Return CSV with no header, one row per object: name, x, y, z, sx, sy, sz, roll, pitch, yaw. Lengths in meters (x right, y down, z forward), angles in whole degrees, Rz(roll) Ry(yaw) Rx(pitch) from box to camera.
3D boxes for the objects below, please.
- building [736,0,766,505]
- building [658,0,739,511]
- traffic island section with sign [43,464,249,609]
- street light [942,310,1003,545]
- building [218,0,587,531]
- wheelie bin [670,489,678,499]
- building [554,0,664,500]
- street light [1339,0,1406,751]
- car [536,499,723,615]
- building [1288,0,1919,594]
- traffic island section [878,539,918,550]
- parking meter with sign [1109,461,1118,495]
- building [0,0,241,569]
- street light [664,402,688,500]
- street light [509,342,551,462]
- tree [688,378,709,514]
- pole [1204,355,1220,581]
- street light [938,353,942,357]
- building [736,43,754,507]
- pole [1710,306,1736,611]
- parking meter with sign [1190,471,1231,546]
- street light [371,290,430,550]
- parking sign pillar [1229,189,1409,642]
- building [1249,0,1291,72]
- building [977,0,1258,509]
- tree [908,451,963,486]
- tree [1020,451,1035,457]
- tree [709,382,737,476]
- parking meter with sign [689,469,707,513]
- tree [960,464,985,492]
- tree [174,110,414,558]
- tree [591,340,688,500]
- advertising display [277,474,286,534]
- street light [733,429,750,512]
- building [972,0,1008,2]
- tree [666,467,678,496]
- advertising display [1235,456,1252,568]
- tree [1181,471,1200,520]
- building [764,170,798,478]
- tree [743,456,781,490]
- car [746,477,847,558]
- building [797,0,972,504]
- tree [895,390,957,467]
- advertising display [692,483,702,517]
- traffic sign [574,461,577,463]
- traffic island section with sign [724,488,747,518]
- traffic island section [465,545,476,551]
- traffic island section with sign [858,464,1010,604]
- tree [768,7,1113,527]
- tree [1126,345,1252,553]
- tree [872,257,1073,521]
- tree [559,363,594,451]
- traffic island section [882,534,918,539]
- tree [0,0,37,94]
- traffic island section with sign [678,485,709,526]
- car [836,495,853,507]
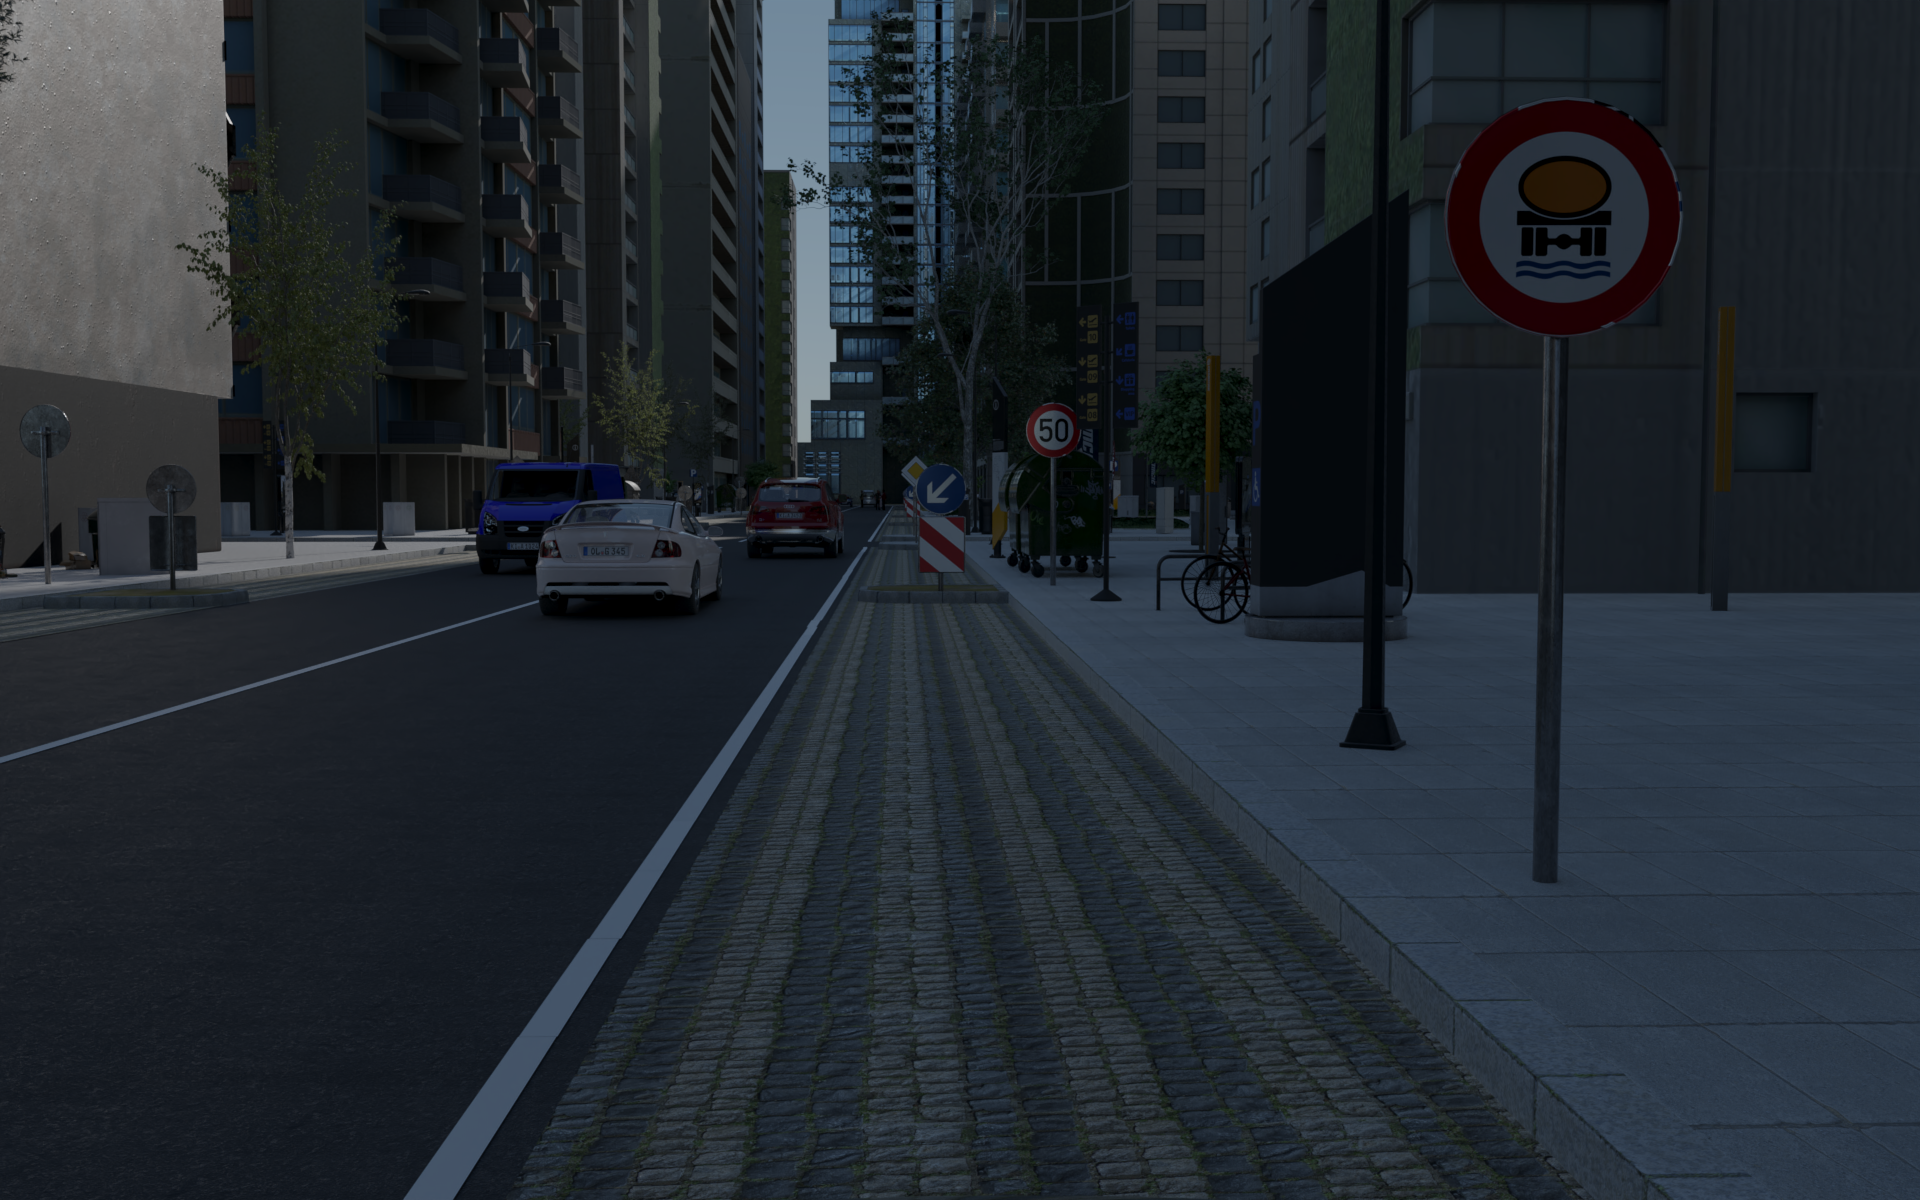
building,-35.785,-39.578,189.094,28.212,58.520,21.231,0,4,-2
building,-29.366,-31.432,137.613,21.300,48.544,21.600,0,4,-2
traffic island section with sign,-10.412,-0.845,22.438,1.989,1.847,2.006,0,4,-2
street light,0.365,-4.359,43.819,1.470,5.913,1.316,0,4,-2
building,-28.280,-25.545,72.282,22.147,44.769,28.867,0,4,-2
wheelie bin,-19.124,-6.662,116.834,0.980,1.594,0.693,3,5,42
building,-25.640,-25.626,102.583,14.154,41.232,14.086,0,4,-2
street light,1.563,-2.208,8.640,1.470,5.913,1.316,0,4,-2
car,-4.095,-0.584,21.903,2.083,1.381,4.827,0,4,-2
building,12.646,-21.068,28.051,14.154,41.232,14.086,0,4,-2
traffic island section,-1.124,-1.413,45.376,2.009,0.180,2.903,0,4,-2
parking meter with sign,7.659,-5.804,91.148,0.543,3.016,1.738,-1,4,-23
building,-24.705,-10.111,32.771,16.811,18.784,16.820,0,4,-2
street light,-14.453,-7.055,87.886,1.470,5.913,1.316,0,4,-2
street light,-13.192,-4.922,53.009,1.470,5.913,1.316,0,4,-2
tree,-16.274,-8.758,93.557,4.360,8.622,3.978,0,3,0
pole,3.731,-1.942,25.593,0.158,3.312,0.155,0,3,0
street light,-0.033,-5.176,57.171,1.470,5.913,1.316,0,4,-2
building,-28.029,-31.849,170.845,14.600,45.320,14.200,0,4,-2
pole,8.355,-1.537,18.967,0.158,3.312,0.155,0,3,0
parking meter with sign,6.386,-2.903,43.726,0.543,3.016,1.738,2,4,33
street light,-12.749,-4.096,39.516,1.470,5.913,1.316,0,4,-2
parking sign pillar,3.306,-1.657,15.564,1.447,3.967,1.447,0,4,-2
building,27.207,-29.387,69.721,27.495,52.752,28.713,0,4,-2
building,11.739,-41.245,112.611,20.563,71.187,20.611,0,4,-2
tree,-1.364,-7.745,110.350,4.285,4.588,4.351,0,3,0
tree,2.187,-2.888,41.814,1.663,3.219,1.824,0,3,0
tree,-16.786,-9.963,113.257,4.360,8.622,3.978,0,3,0
parking meter with sign,-18.082,-7.566,119.968,0.543,3.016,1.738,-3,4,-36
tree,0.611,-6.087,94.122,1.663,3.219,1.824,0,3,0
tree,-13.147,-5.140,34.397,4.737,8.622,4.395,0,3,0
tree,-15.428,-8.082,82.498,4.360,8.622,3.978,0,3,0
advertising display,-22.175,-3.149,56.701,0.123,1.923,0.974,-1,4,-10
street light,-15.604,-9.221,123.309,1.470,5.913,1.316,0,4,-2
building,11.846,-32.774,155.463,23.786,49.044,30.456,0,4,-2
tree,-20.460,-7.749,121.296,1.663,3.219,1.824,0,3,0
advertising display,4.937,-1.521,30.088,0.123,1.923,0.974,1,4,21
tree,11.546,-5.491,84.387,1.663,3.219,1.824,0,3,0
building,-28.031,-32.855,220.780,14.086,41.232,14.154,0,4,-2
tree,-16.990,-10.090,148.685,4.285,4.588,4.351,0,3,0
car,-3.795,-1.940,40.400,2.281,1.827,5.304,0,4,-1
building,-5.045,-55.733,223.913,31.000,86.520,22.319,0,4,-2
tree,-1.687,-12.312,135.715,7.601,10.594,8.767,1,4,17
advertising display,-14.846,-5.660,97.756,0.123,1.923,0.974,1,4,17
traffic sign,-11.758,-3.016,52.948,0.795,2.450,0.064,0,4,-2
traffic island section with sign,-13.229,-5.893,104.982,1.989,1.847,2.006,0,4,-2
traffic island section,-11.510,-1.391,45.029,2.009,0.180,2.903,0,4,-2
traffic island section with sign,-0.379,-0.907,23.454,1.989,1.847,2.006,0,4,-2
tree,-0.701,-13.006,68.531,12.611,20.169,13.585,0,3,0
tree,5.386,-3.330,38.163,4.285,4.588,4.351,0,3,0
tree,0.644,-10.198,83.748,9.611,12.733,9.660,0,3,0
tree,-22.123,-8.713,92.820,4.737,8.622,4.395,0,3,0
traffic island section,-1.396,-1.901,53.356,2.009,0.180,2.903,0,4,-2
tree,-13.491,-6.348,14.165,12.009,13.543,11.850,0,3,0
traffic island section with sign,-12.299,-4.219,77.609,1.989,1.847,2.006,0,4,-2
car,-12.941,-11.135,194.635,1.945,1.354,3.894,0,4,-2
